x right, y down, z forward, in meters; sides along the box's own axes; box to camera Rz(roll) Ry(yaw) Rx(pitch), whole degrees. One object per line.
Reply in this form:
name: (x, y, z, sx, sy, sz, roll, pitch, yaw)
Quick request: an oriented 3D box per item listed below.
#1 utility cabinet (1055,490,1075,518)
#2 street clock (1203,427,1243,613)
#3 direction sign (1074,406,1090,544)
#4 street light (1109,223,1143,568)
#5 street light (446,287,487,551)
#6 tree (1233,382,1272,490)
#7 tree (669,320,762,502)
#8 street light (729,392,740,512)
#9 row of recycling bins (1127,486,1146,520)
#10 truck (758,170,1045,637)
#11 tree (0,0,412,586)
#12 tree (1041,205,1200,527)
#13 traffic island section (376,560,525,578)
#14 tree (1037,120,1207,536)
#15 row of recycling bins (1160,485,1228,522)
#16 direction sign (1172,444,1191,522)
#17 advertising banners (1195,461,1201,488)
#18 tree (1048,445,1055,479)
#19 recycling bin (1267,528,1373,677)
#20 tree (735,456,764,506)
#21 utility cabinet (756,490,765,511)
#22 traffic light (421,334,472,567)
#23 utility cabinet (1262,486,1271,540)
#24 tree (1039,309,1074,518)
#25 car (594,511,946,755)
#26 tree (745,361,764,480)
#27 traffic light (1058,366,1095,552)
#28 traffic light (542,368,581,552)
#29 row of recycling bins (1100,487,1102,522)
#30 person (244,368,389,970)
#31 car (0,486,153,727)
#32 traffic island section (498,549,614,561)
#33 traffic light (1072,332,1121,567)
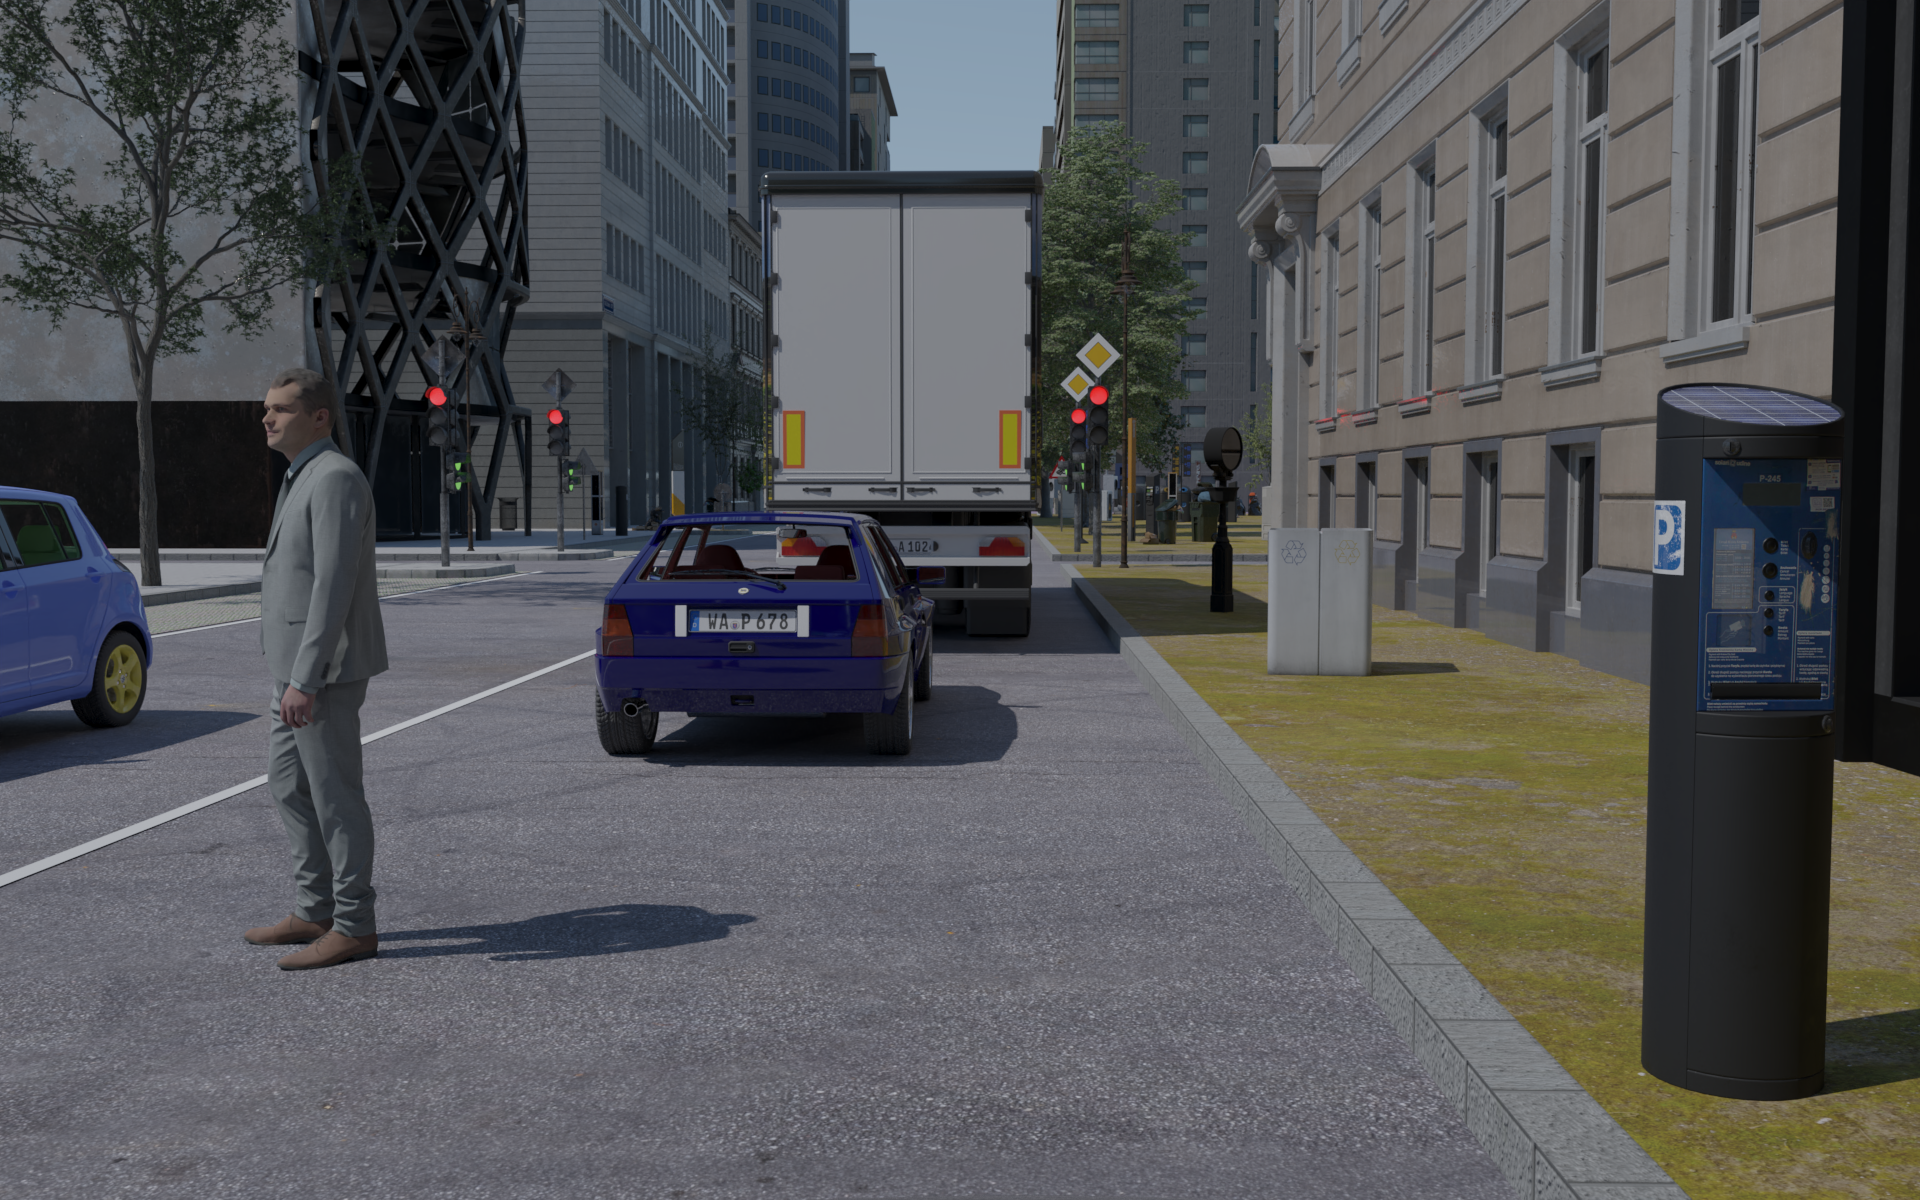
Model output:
utility cabinet: (5.798, -5.115, 92.312, 1.173, 1.500, 0.318, -2, 4, -27)
street clock: (2.853, -0.871, 18.810, 0.358, 2.002, 0.471, 3, 4, 39)
direction sign: (3.153, -3.231, 44.830, 0.379, 3.537, 0.876, -1, 4, -23)
street light: (2.845, -3.491, 29.860, 0.468, 5.910, 1.993, 0, 4, 1)
street light: (-11.003, -4.036, 38.781, 0.468, 5.910, 1.993, 0, 4, 1)
tree: (19.697, -9.773, 110.154, 4.737, 8.622, 4.395, 0, 3, 0)
tree: (-10.074, -7.482, 72.695, 4.360, 8.622, 3.978, 0, 3, 0)
street light: (-9.997, -6.339, 76.435, 0.468, 5.910, 1.993, 0, 4, 1)
row of recycling bins: (8.992, -4.821, 85.943, 1.069, 1.692, 3.534, 1, 4, 15)
truck: (-0.345, -1.941, 20.654, 2.839, 4.237, 11.283, 0, 4, 2)
tree: (-11.428, -5.451, 23.542, 8.767, 10.594, 7.601, 1, 4, 20)
tree: (4.769, -9.166, 66.873, 9.611, 12.733, 9.660, 0, 3, 0)
traffic island section: (-9.114, -0.511, 30.637, 2.009, 0.180, 2.903, 0, 4, 1)
tree: (3.922, -8.256, 53.112, 7.486, 12.596, 7.792, 0, 3, 0)
row of recycling bins: (10.618, -4.412, 79.256, 3.534, 1.692, 1.069, 0, 4, 4)
direction sign: (10.003, -5.276, 78.253, 0.876, 3.537, 0.379, 1, 4, 23)
advertising banners: (12.934, -5.800, 91.012, 0.090, 3.025, 2.074, 3, 5, 43)
tree: (5.677, -11.820, 143.617, 4.737, 8.622, 4.395, 0, 3, 0)
recycling bin: (2.603, 0.001, 12.542, 0.722, 1.027, 0.722, 1, 4, 11)
tree: (-10.457, -5.643, 86.858, 1.663, 3.219, 1.824, 0, 3, 0)
utility cabinet: (-10.591, -5.230, 94.185, 0.318, 1.500, 1.173, 2, 4, 34)
traffic light: (-9.075, -2.543, 30.502, 0.839, 4.253, 0.868, 0, 4, 1)
utility cabinet: (8.641, -2.333, 46.829, 0.318, 1.500, 1.173, -2, 4, -29)
tree: (4.669, -11.458, 93.990, 9.857, 13.997, 8.962, 0, 3, 0)
car: (-1.080, 0.105, 10.871, 1.945, 1.354, 3.894, 0, 4, 2)
tree: (-9.687, -8.647, 91.743, 4.737, 8.622, 4.395, 0, 3, 0)
traffic light: (2.581, -3.015, 38.219, 0.839, 4.253, 0.868, 0, 4, 1)
traffic light: (-8.878, -3.031, 38.484, 0.839, 4.253, 0.868, 0, 4, 1)
row of recycling bins: (5.902, -4.338, 78.042, 1.069, 1.692, 3.534, 0, 4, 5)
person: (-1.965, 0.200, 5.325, 0.391, 1.810, 0.635, -2, 4, -32)
car: (-6.040, 0.010, 9.422, 1.945, 1.707, 3.694, 0, 4, 3)
traffic island section: (-8.917, -0.999, 38.620, 2.009, 0.180, 2.903, 0, 4, 1)
traffic light: (2.384, -2.527, 30.236, 0.839, 4.253, 0.868, 0, 4, 1)
